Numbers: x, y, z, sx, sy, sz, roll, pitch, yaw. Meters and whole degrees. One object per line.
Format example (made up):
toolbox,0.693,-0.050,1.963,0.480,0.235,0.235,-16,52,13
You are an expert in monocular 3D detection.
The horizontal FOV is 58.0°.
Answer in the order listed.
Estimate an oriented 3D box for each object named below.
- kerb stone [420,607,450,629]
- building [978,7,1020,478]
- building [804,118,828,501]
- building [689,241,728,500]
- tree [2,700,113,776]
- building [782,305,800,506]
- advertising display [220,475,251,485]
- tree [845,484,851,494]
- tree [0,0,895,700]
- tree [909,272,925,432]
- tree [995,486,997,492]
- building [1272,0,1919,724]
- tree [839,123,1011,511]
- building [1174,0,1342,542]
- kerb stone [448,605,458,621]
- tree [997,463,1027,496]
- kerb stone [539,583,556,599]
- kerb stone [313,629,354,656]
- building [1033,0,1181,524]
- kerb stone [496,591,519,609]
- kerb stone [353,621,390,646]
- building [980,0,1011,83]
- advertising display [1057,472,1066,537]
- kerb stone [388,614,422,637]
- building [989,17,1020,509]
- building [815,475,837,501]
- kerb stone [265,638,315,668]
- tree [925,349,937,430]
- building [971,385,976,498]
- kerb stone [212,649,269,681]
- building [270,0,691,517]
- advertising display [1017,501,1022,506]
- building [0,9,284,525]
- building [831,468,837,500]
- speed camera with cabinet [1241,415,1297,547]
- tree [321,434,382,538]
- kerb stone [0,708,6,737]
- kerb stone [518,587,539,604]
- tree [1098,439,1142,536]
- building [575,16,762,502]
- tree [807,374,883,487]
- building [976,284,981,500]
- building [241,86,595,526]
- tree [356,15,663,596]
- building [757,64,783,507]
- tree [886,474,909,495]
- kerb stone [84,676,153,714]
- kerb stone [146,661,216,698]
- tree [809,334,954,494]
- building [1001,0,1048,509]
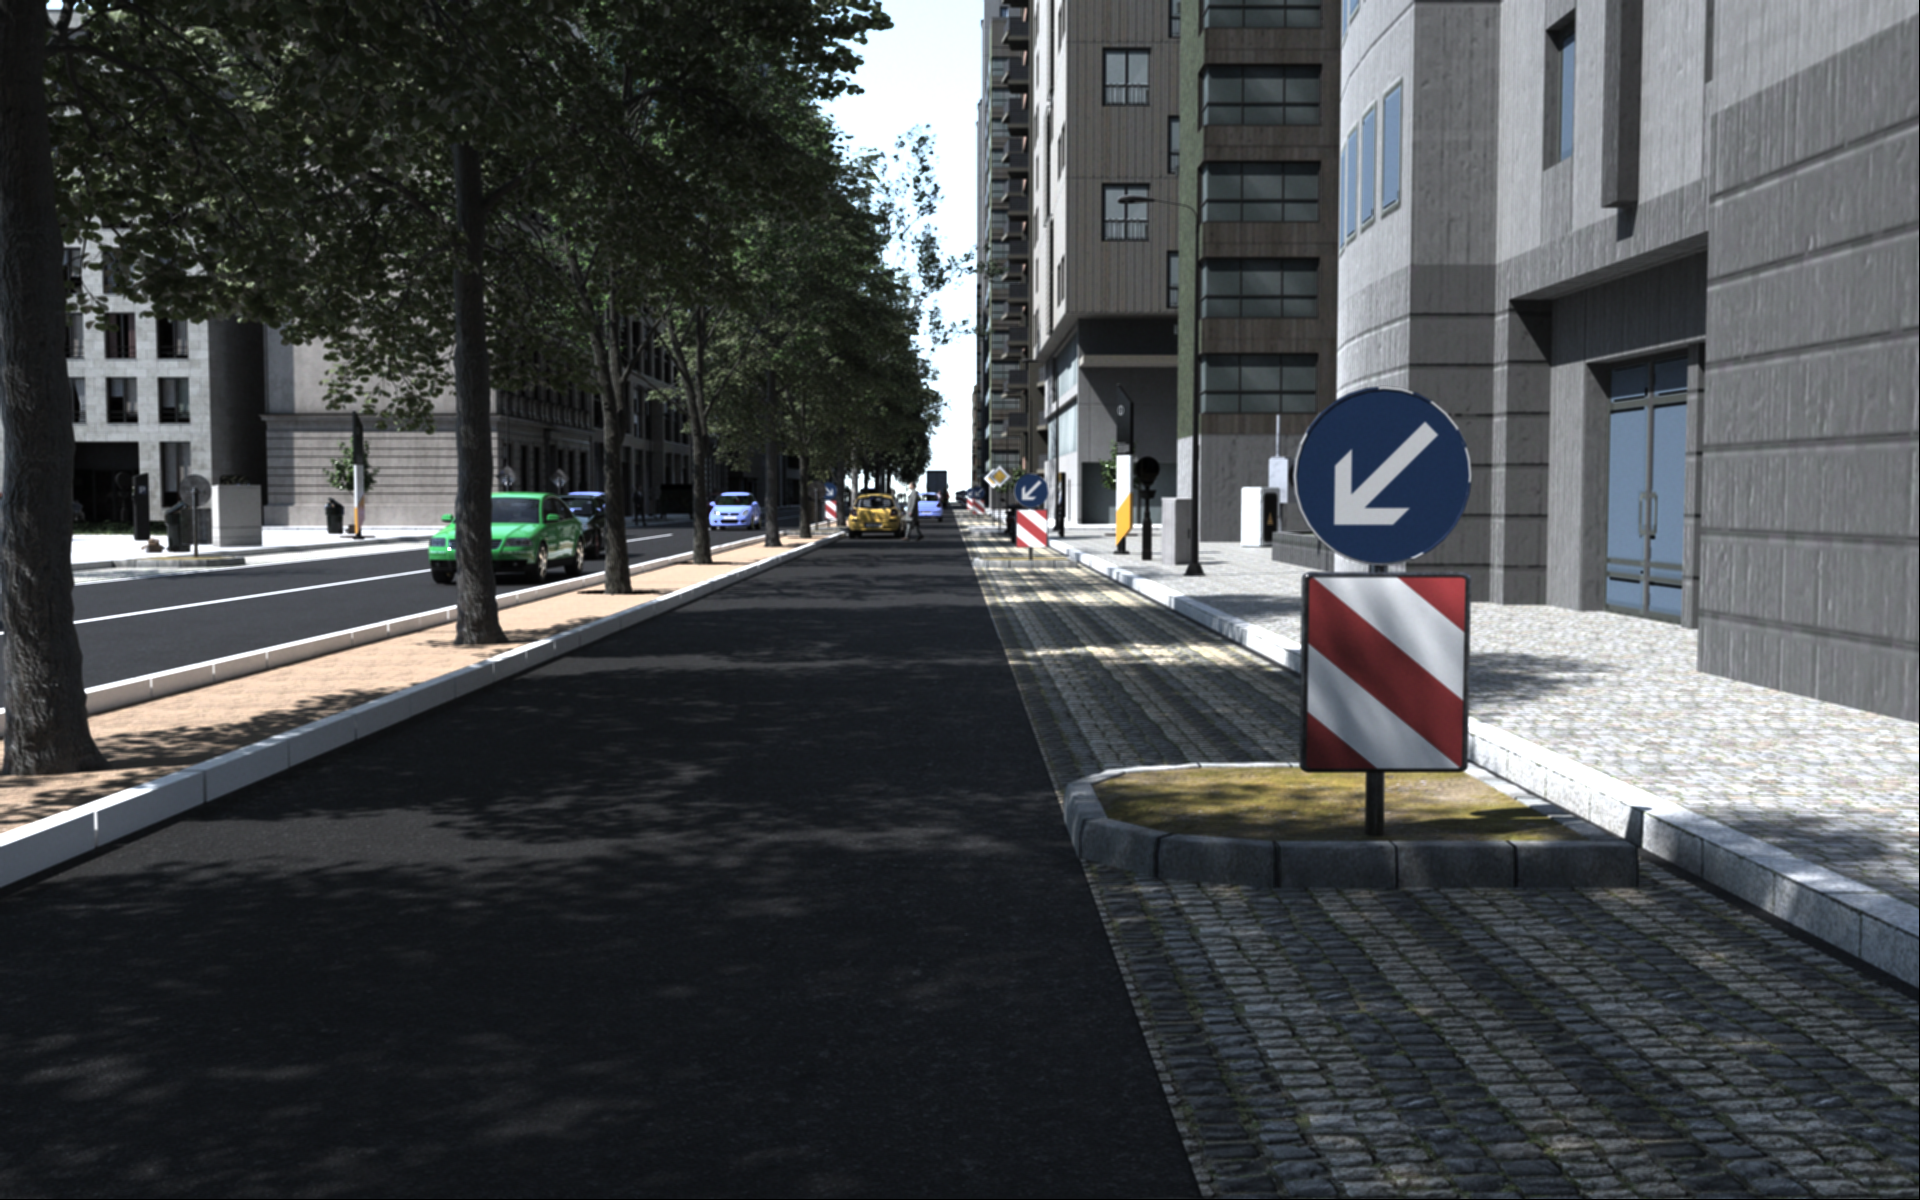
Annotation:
kerb stone,-5.751,0.215,18.741,0.120,0.150,1.000,0,4,0
building,13.900,-33.974,175.090,23.786,49.044,30.456,0,4,0
building,-32.509,-39.747,239.100,28.713,52.752,27.495,0,4,0
building,-23.712,-18.566,132.435,11.050,23.489,19.941,0,4,0
tree,-4.601,-5.356,8.154,7.486,12.596,7.792,0,3,0
building,-29.470,-34.977,195.568,21.300,48.544,21.600,0,4,0
advertising display,-24.827,-3.312,59.365,0.974,1.923,0.123,-2,4,-32
tree,-19.541,-18.664,299.760,1.663,3.219,1.824,0,3,0
tree,-4.487,-5.819,15.727,7.486,12.596,7.792,0,3,0
tree,-4.962,-7.673,46.034,7.486,12.596,7.792,0,3,0
tree,3.572,-9.185,144.777,1.663,3.219,1.824,0,3,0
building,15.749,-29.285,20.809,21.231,58.520,28.212,0,4,0
tree,-4.176,-14.018,87.532,12.611,20.169,13.585,0,3,0
building,13.384,-17.160,52.267,14.160,30.474,14.107,0,4,0
kerb stone,-5.754,0.149,19.780,0.120,0.150,1.000,0,4,0
tree,3.536,-6.799,105.763,1.663,3.219,1.824,0,3,0
kerb stone,-5.783,-0.104,23.888,0.120,0.150,1.000,0,4,0
kerb stone,-5.729,0.402,15.654,0.120,0.150,1.000,0,4,0
building,17.133,-30.188,82.814,27.495,52.752,28.713,0,4,0
kerb stone,-5.773,0.022,21.839,0.120,0.150,1.000,0,4,0
kerb stone,-5.736,0.340,16.677,0.120,0.150,1.000,0,4,0
building,12.995,-40.494,204.074,21.231,58.520,28.212,0,4,0
advertising display,3.036,-2.852,51.850,0.123,1.923,0.974,0,4,-4
kerb stone,-5.734,0.275,17.705,0.120,0.150,1.000,0,4,0
building,9.587,-28.693,152.727,14.154,41.232,14.086,0,4,0
building,-30.195,-37.530,268.242,22.147,44.769,28.867,0,4,0
kerb stone,-5.713,0.463,14.632,0.120,0.150,1.000,0,4,0
tree,-4.865,-9.251,71.837,7.486,12.596,7.792,0,3,0
building,15.877,-27.119,288.429,27.650,21.520,28.899,0,4,0
kerb stone,-5.707,0.525,13.610,0.120,0.150,1.000,0,4,0
building,-28.369,-18.314,103.957,19.350,26.468,34.151,0,4,0
advertising display,2.724,-4.531,79.293,0.123,1.923,0.974,0,4,-3
building,-37.468,-13.279,71.859,16.860,20.320,10.420,0,4,0
building,-27.418,-37.127,290.624,14.154,41.232,14.086,0,4,0
speed camera with cabinet,7.650,-2.947,42.519,0.660,3.252,2.038,3,4,38
tree,-17.699,-3.451,51.030,1.663,3.219,1.824,0,3,0
kerb stone,-5.681,0.716,10.525,0.120,0.150,1.000,0,4,0
kerb stone,-5.776,-0.041,22.865,0.120,0.150,1.000,0,4,0
tree,5.105,-3.599,53.438,1.663,3.219,1.824,0,3,0
building,-24.896,-30.526,149.202,14.600,45.320,14.200,0,4,0
tree,-5.366,-7.666,78.153,4.737,8.622,4.395,0,3,0
building,9.193,-28.533,238.216,14.160,30.474,14.107,0,4,0
building,-22.994,-13.005,77.254,10.561,19.102,19.286,0,4,0
tree,-5.003,-5.892,24.542,9.928,11.665,9.643,0,3,0
building,-29.403,-38.406,169.933,21.231,58.520,28.212,0,4,0
tree,-5.427,-11.523,141.213,4.360,8.622,3.978,0,3,0
kerb stone,-5.693,0.651,11.558,0.120,0.150,1.000,0,4,0
kerb stone,-5.699,0.588,12.582,0.120,0.150,1.000,0,4,0
tree,-5.198,-11.589,108.952,9.611,12.733,9.660,0,3,0
building,14.326,-28.954,128.017,22.147,44.769,28.867,0,4,0
